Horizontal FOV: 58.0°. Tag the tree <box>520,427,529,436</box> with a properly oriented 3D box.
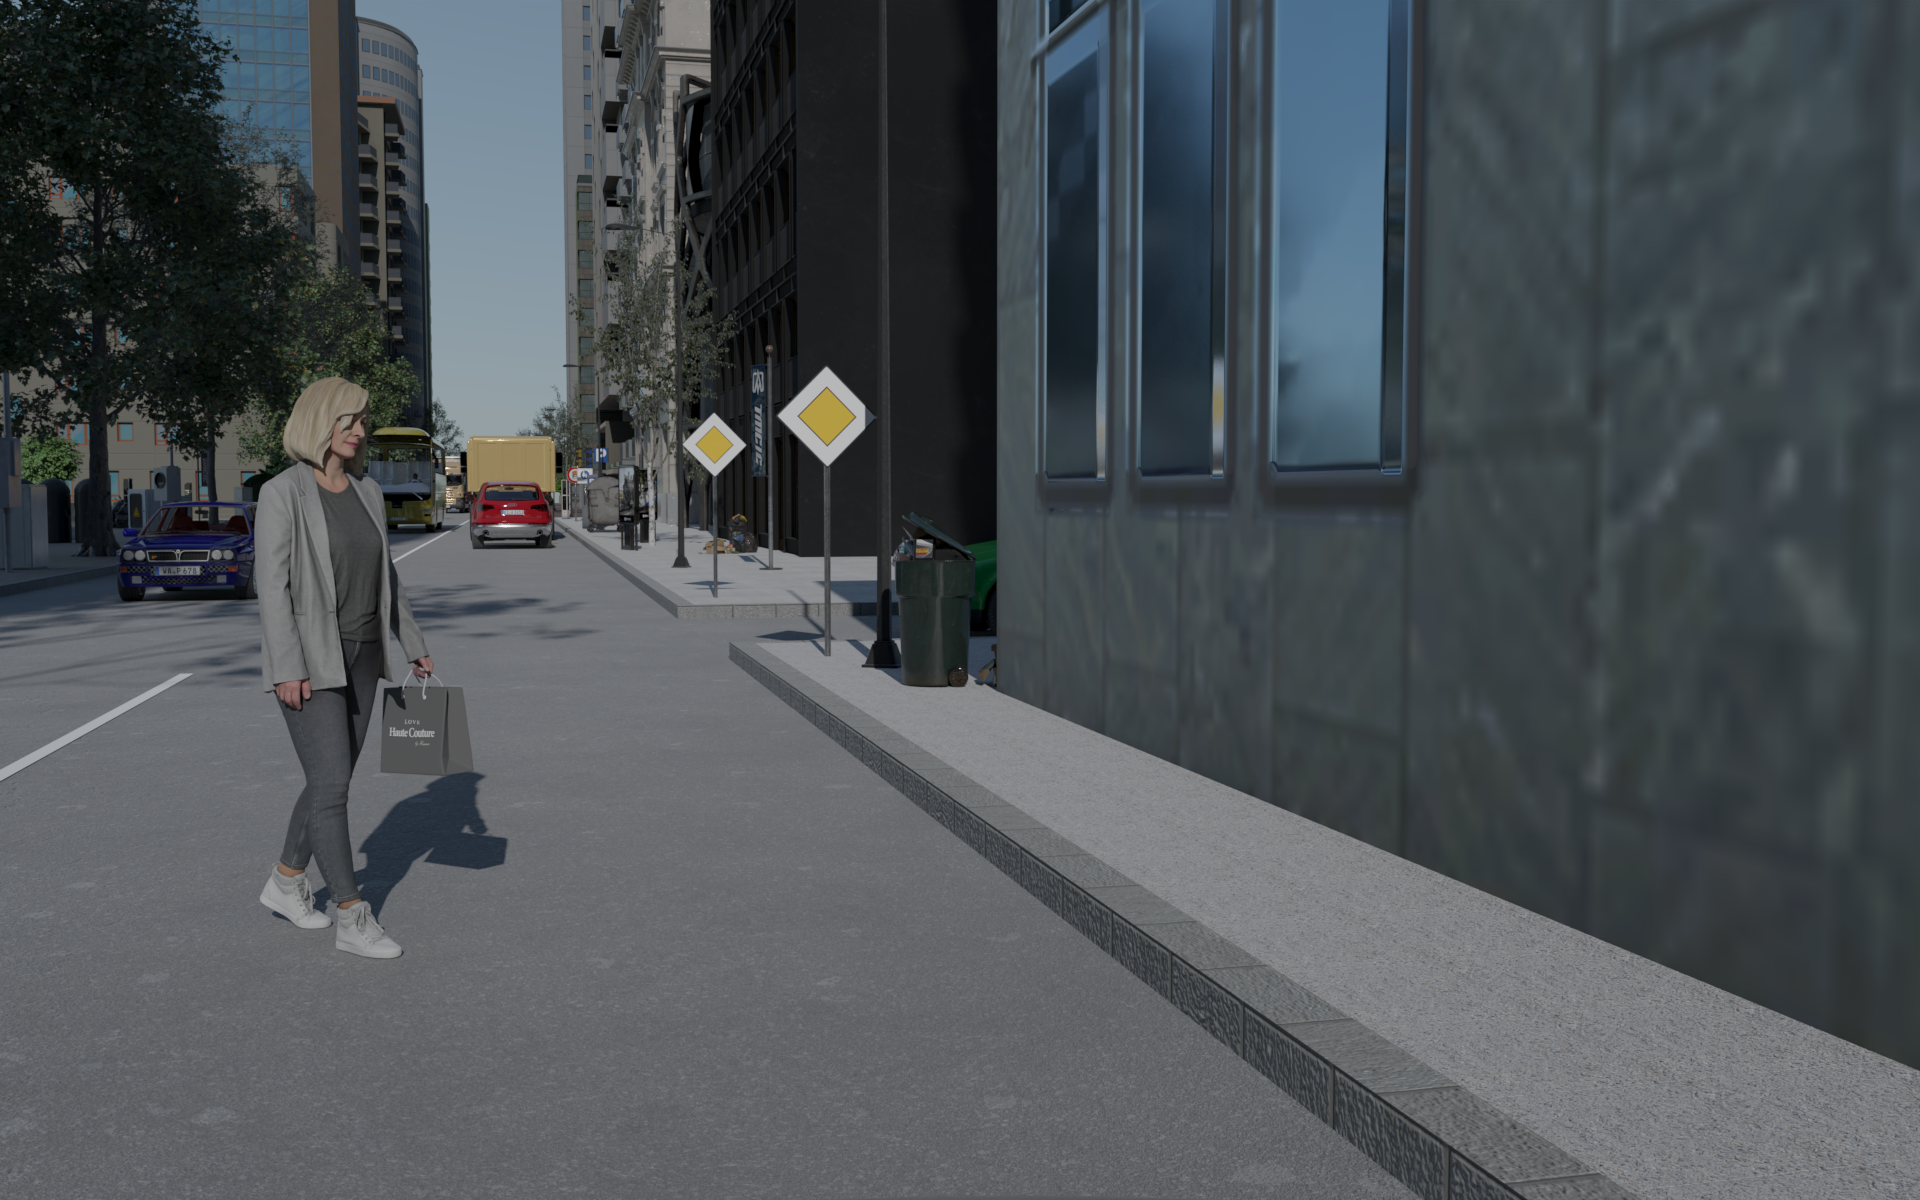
[{"bbox_3d":[-35.810,-12.226,150.263,4.360,8.622,3.978,0,3,0],"label":"tree"}]

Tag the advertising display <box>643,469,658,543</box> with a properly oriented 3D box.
[{"bbox_3d":[-8.255,-2.459,45.424,0.123,1.923,0.974,2,4,24],"label":"advertising display"}]

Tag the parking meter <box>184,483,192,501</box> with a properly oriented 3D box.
[{"bbox_3d":[-39.138,-5.025,87.867,0.255,1.863,0.399,0,4,-4],"label":"parking meter"}]

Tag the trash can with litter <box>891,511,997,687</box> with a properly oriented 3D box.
[{"bbox_3d":[0.068,-0.019,11.694,1.055,1.170,0.624,0,4,-3],"label":"trash can with litter"}]

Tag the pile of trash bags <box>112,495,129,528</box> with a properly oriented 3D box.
[{"bbox_3d":[-33.595,-3.654,69.499,3.447,1.369,1.912,0,4,-8],"label":"pile of trash bags"}]

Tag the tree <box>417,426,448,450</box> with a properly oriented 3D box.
[{"bbox_3d":[-54.564,-13.896,177.563,4.360,8.622,3.978,0,3,0],"label":"tree"}]

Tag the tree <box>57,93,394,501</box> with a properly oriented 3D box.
[{"bbox_3d":[-21.903,-8.547,50.113,12.009,13.543,11.850,0,3,0],"label":"tree"}]

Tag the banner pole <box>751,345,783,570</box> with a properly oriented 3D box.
[{"bbox_3d":[-3.342,-2.411,29.438,0.401,3.779,0.863,-3,4,-36],"label":"banner pole"}]

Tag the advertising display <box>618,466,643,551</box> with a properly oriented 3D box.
[{"bbox_3d":[-7.552,-2.097,39.505,0.123,1.923,0.974,-2,4,-33],"label":"advertising display"}]

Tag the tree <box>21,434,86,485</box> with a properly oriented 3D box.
[{"bbox_3d":[-42.763,-5.952,81.024,4.285,4.588,4.351,0,3,0],"label":"tree"}]

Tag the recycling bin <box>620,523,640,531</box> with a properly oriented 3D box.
[{"bbox_3d":[-11.293,-2.897,59.919,0.722,1.027,0.722,3,4,38],"label":"recycling bin"}]

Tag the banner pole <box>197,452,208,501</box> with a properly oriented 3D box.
[{"bbox_3d":[-31.423,-5.004,71.840,0.401,3.779,0.863,1,4,18],"label":"banner pole"}]

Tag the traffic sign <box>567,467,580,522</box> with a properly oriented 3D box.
[{"bbox_3d":[-17.889,-4.924,80.612,0.768,2.556,0.104,0,4,-8],"label":"traffic sign"}]

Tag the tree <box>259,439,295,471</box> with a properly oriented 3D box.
[{"bbox_3d":[-23.949,-4.048,60.785,1.663,3.219,1.824,0,3,0],"label":"tree"}]

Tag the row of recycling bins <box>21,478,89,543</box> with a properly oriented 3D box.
[{"bbox_3d":[-24.184,-2.348,45.502,3.534,1.692,1.069,0,4,1],"label":"row of recycling bins"}]

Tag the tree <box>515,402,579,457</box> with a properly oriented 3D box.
[{"bbox_3d":[-41.647,-14.704,174.826,8.767,10.594,7.601,-1,4,-21],"label":"tree"}]

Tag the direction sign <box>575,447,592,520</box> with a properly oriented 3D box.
[{"bbox_3d":[-18.271,-5.639,84.203,0.876,3.537,0.379,-3,4,-37],"label":"direction sign"}]

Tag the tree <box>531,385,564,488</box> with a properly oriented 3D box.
[{"bbox_3d":[-25.239,-9.879,111.883,4.360,8.622,3.978,0,3,0],"label":"tree"}]

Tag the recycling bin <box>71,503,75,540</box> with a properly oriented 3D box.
[{"bbox_3d":[-25.820,-2.357,51.083,0.722,1.027,0.722,3,5,41],"label":"recycling bin"}]

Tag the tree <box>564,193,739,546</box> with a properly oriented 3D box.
[{"bbox_3d":[-7.550,-5.630,42.407,4.360,8.622,3.978,0,3,0],"label":"tree"}]

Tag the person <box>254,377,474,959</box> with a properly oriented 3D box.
[{"bbox_3d":[-1.981,0.189,5.593,0.728,1.800,0.709,2,4,29],"label":"person"}]

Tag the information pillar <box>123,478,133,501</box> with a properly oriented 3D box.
[{"bbox_3d":[-38.320,-4.605,79.789,0.304,2.012,0.304,0,4,7],"label":"information pillar"}]

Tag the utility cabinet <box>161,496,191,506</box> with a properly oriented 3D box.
[{"bbox_3d":[-28.496,-3.167,62.934,1.020,1.237,0.306,-3,5,-42],"label":"utility cabinet"}]

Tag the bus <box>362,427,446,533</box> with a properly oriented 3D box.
[{"bbox_3d":[-21.483,-4.629,67.226,2.896,3.916,12.252,-1,4,-14],"label":"bus"}]

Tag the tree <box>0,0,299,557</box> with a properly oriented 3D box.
[{"bbox_3d":[-17.659,-7.245,35.471,9.611,12.733,9.660,0,3,0],"label":"tree"}]

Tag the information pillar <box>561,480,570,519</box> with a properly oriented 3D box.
[{"bbox_3d":[-20.206,-5.152,88.731,0.304,2.012,0.304,1,4,11],"label":"information pillar"}]

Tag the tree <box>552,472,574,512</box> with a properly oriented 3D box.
[{"bbox_3d":[-28.973,-8.009,125.548,1.663,3.219,1.824,0,3,0],"label":"tree"}]

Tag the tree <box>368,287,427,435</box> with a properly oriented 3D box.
[{"bbox_3d":[-30.965,-10.261,84.778,9.611,12.733,9.660,0,3,0],"label":"tree"}]

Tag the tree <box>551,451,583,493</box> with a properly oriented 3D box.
[{"bbox_3d":[-29.829,-8.920,129.554,4.285,4.588,4.351,0,3,0],"label":"tree"}]

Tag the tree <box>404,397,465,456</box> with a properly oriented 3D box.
[{"bbox_3d":[-50.481,-14.099,164.931,7.601,10.594,8.767,-1,4,-11],"label":"tree"}]

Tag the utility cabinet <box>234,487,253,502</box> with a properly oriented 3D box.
[{"bbox_3d":[-21.572,-2.661,52.187,0.318,1.500,1.173,-2,4,-34],"label":"utility cabinet"}]
